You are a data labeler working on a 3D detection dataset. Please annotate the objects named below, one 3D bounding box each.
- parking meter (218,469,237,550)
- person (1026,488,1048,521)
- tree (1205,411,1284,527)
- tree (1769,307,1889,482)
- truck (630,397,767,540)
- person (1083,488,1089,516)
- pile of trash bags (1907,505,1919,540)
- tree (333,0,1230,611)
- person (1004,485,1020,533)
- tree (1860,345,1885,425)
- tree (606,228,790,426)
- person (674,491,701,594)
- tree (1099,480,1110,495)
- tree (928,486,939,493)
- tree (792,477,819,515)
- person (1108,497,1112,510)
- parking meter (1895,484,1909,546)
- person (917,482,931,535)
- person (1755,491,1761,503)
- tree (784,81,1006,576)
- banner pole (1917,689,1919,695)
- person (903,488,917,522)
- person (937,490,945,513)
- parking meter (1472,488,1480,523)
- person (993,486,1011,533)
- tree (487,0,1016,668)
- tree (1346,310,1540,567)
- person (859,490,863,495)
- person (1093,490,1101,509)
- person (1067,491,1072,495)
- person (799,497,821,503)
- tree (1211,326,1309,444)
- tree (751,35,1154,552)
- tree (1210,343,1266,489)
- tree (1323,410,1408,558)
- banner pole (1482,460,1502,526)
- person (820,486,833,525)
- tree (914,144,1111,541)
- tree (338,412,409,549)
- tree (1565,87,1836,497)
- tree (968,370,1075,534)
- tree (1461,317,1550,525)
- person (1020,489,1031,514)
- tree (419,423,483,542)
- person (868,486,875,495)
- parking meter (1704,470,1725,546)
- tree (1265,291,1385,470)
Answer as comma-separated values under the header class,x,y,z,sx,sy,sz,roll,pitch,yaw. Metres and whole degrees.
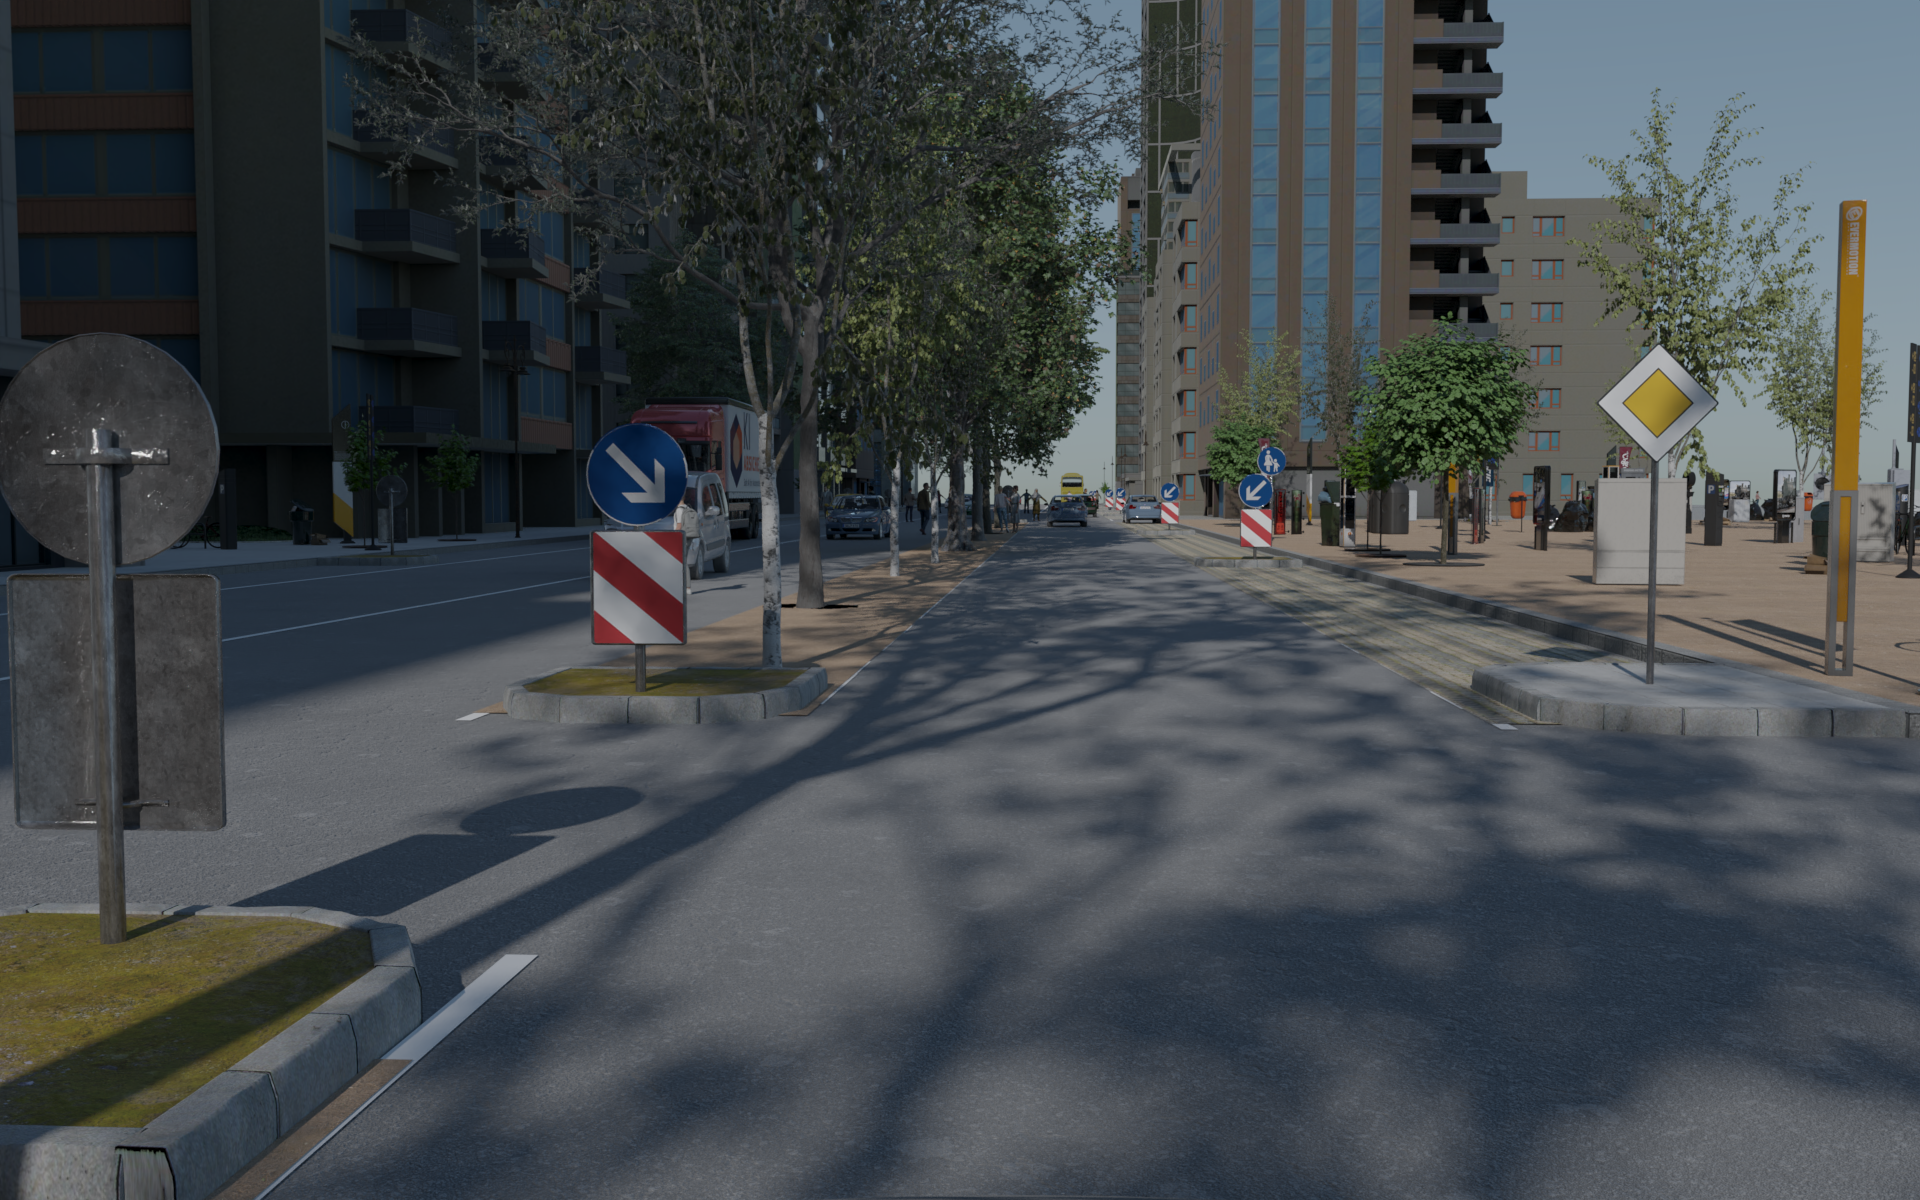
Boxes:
class,x,y,z,sx,sy,sz,roll,pitch,yaw
parking meter,-16.936,-2.101,40.055,0.399,1.863,0.255,3,5,42
person,4.102,-5.093,92.509,1.217,1.736,0.721,-1,4,-13
tree,11.134,-5.170,68.251,4.285,4.588,4.351,0,3,0
tree,34.060,-7.161,67.451,4.360,8.622,3.978,0,3,0
truck,-7.818,-3.884,52.424,2.839,4.237,11.283,0,4,2
person,8.396,-6.532,115.308,0.705,1.822,1.348,2,4,34
pile of trash bags,28.174,-2.331,47.858,3.447,1.369,1.912,-1,4,-9
tree,-1.896,-6.643,21.439,12.009,13.543,11.850,0,3,0
person,1.921,-3.288,62.833,0.524,1.755,0.480,-2,4,-34
tree,28.684,-6.621,58.618,4.737,8.622,4.395,0,3,0
tree,-12.262,-10.785,82.986,9.857,13.997,8.962,0,3,0
person,-3.961,-0.826,24.593,0.523,1.515,0.503,-1,4,-16
tree,20.341,-15.143,242.191,1.663,3.219,1.824,0,3,0
tree,-3.318,-14.044,224.228,1.663,3.219,1.824,0,3,0
tree,-9.694,-6.961,108.419,1.663,3.219,1.824,0,3,0
person,12.622,-8.374,146.359,0.436,1.711,0.756,0,4,6
parking meter,23.327,-2.116,43.007,0.372,1.533,0.369,0,3,0
person,-1.236,-3.208,60.869,0.656,1.842,0.836,1,4,13
person,75.350,-9.435,163.470,0.721,1.736,1.217,3,5,43
tree,-1.159,-4.722,30.016,4.737,8.622,4.395,0,3,0
banner pole,6.495,-1.285,11.021,0.863,3.779,0.401,-2,4,-35
person,-2.478,-4.878,88.780,0.617,1.759,0.750,3,4,37
person,-1.554,-7.393,130.100,1.217,1.743,0.721,-2,4,-25
parking meter,22.812,-4.163,76.478,0.372,1.533,0.369,0,3,0
person,1.644,-3.356,64.035,0.731,1.740,0.598,-1,4,-20
tree,-1.492,-3.698,13.281,4.360,8.622,3.978,0,3,0
tree,8.637,-2.897,31.078,4.285,4.588,4.351,0,3,0
person,-7.043,-6.902,122.062,1.217,1.735,0.721,0,4,-2
person,12.846,-9.428,162.655,1.348,1.823,0.705,-3,5,-41
person,9.825,-8.901,154.970,0.756,1.711,0.436,2,4,30
person,-7.830,-5.054,91.148,1.348,1.822,0.705,-1,4,-15
tree,13.127,-7.627,75.062,4.737,8.622,4.395,0,3,0
tree,-0.066,-7.546,42.841,9.611,12.733,9.660,0,3,0
tree,14.168,-8.032,81.686,4.360,8.622,3.978,0,3,0
tree,8.461,-2.488,35.286,1.663,3.219,1.824,0,3,0
banner pole,21.369,-4.866,69.572,0.863,3.779,0.401,0,4,4
person,-6.116,-4.342,79.606,0.709,1.813,0.853,1,4,15
tree,0.626,-8.044,52.105,7.486,12.596,7.792,0,3,0
tree,-14.216,-2.842,41.071,1.663,3.219,1.824,0,3,0
tree,13.473,-4.993,32.004,4.737,8.622,4.395,0,3,0
tree,1.500,-8.785,71.845,9.928,11.665,9.643,0,3,0
tree,22.493,-7.497,72.937,4.360,8.622,3.978,0,3,0
person,4.914,-7.284,127.681,1.350,1.814,0.705,0,4,-2
tree,-13.874,-3.216,47.182,1.663,3.219,1.824,0,3,0
person,-4.591,-4.943,88.949,0.705,1.869,1.348,2,4,25
parking meter,18.622,-2.265,42.748,0.255,1.863,0.399,-2,4,-30
tree,13.680,-6.824,61.936,4.360,8.622,3.978,0,3,0
